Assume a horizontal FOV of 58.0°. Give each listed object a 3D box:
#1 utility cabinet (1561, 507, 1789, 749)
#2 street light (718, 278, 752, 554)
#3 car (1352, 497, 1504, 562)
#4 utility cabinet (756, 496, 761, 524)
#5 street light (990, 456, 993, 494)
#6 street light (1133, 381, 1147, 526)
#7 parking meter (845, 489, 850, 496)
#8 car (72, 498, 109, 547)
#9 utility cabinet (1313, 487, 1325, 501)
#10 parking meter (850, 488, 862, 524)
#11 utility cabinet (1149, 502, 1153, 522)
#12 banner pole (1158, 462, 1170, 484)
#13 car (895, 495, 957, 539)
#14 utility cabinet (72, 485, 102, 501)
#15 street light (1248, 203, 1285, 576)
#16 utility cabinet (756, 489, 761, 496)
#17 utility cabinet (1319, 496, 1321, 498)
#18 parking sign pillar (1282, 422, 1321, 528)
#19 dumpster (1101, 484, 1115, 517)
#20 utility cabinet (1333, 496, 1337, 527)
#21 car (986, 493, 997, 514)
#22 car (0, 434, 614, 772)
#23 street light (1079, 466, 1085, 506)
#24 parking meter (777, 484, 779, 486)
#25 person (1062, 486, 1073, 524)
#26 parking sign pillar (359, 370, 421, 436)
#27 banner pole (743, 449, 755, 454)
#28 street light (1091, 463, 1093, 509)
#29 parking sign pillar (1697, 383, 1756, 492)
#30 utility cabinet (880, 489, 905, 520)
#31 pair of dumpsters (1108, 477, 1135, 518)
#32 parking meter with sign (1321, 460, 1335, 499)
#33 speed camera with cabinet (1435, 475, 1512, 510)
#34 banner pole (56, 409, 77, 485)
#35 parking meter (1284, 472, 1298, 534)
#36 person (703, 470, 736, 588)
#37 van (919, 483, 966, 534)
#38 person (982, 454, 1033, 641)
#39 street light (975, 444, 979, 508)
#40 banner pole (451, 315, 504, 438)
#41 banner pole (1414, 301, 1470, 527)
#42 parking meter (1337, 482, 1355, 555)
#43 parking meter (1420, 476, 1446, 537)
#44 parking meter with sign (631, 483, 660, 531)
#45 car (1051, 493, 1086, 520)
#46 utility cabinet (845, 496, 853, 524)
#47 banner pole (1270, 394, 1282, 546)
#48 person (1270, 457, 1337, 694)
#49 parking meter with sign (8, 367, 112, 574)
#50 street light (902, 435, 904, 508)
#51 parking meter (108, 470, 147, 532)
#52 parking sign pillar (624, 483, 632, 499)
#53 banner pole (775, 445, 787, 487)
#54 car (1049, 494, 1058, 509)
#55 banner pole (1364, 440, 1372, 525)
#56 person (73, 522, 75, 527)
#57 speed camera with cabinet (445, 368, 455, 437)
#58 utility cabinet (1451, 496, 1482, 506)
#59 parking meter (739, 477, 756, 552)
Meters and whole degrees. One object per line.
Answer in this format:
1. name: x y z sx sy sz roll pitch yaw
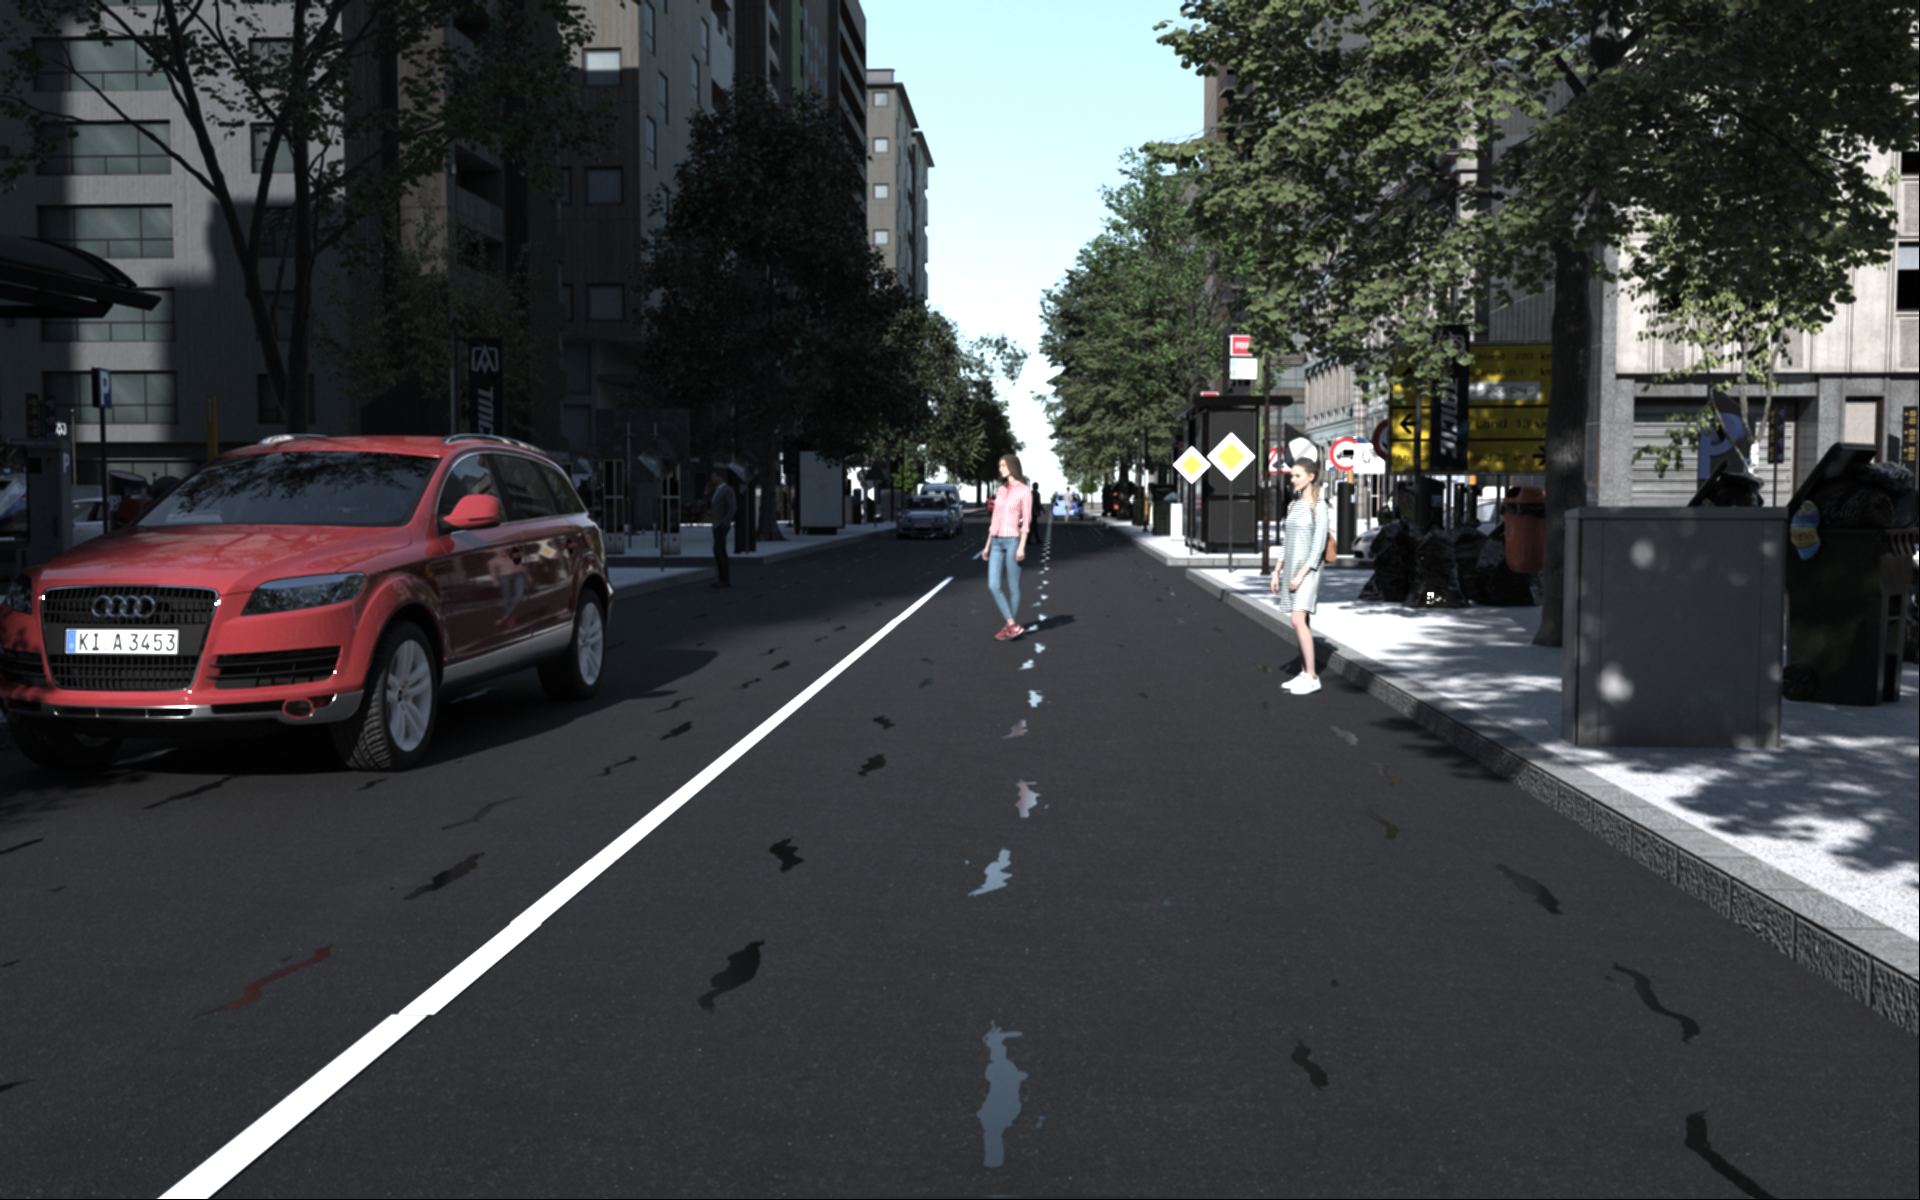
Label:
1. utility cabinet: 3.646 0.139 8.883 1.020 1.237 0.306 0 4 5
2. street light: -4.797 -3.935 37.121 0.468 5.910 1.993 0 4 3
3. car: 9.871 -1.247 32.744 4.827 1.381 2.083 0 4 4
4. utility cabinet: -8.477 -3.874 74.506 1.020 1.237 0.306 -2 4 -26
5. street light: 3.651 -13.670 196.293 0.468 5.910 1.993 0 4 3
6. street light: 7.110 -5.857 68.546 0.468 5.910 1.993 0 4 3
7. parking meter: -5.153 -4.329 79.196 0.372 1.533 0.369 0 3 0
8. car: -16.774 -1.298 33.588 4.827 1.381 2.083 0 4 4
9. utility cabinet: 10.563 -2.674 52.402 0.318 1.500 1.173 -1 4 -22
10. parking meter: -4.352 -3.978 73.449 0.372 1.533 0.369 0 3 0
11. utility cabinet: 8.989 -4.138 78.810 1.020 1.237 0.306 2 4 24
12. banner pole: 10.984 -6.276 92.625 0.863 3.779 0.401 1 4 16
13. car: -1.080 -2.716 56.413 2.014 1.417 4.499 0 4 2
14. utility cabinet: -22.122 -2.128 43.471 1.173 1.500 0.318 0 4 -1
15. street light: 4.824 -3.327 27.176 0.468 5.910 1.993 0 4 3
16. utility cabinet: -9.418 -4.333 79.528 0.318 1.500 1.173 3 4 38
17. utility cabinet: 9.348 -2.169 46.624 0.306 1.237 1.020 -1 4 -15
18. parking sign pillar: 12.874 -4.687 65.108 1.447 3.967 1.447 0 4 -1
19. dumpster: 8.728 -5.712 99.152 1.264 1.857 1.865 0 4 3
20. utility cabinet: 14.623 -3.414 66.977 0.306 1.237 1.020 1 4 19
21. car: 2.934 -7.116 125.379 2.155 1.783 4.494 0 4 1
22. car: -3.704 -0.124 10.699 2.281 1.827 5.304 0 4 5
23. street light: 13.402 -13.082 186.675 0.468 5.910 1.993 0 4 3
24. parking meter: -9.825 -5.351 93.198 0.399 1.863 0.255 0 4 -1
25. person: 5.289 -4.614 84.131 0.606 1.804 0.583 3 4 36
26. parking sign pillar: -12.344 -2.994 37.430 1.447 3.967 1.447 -3 4 -36
27. banner pole: -10.785 -6.003 88.174 0.863 3.779 0.401 1 4 15
28. street light: 11.061 -10.512 144.657 0.468 5.910 1.993 0 4 3
29. parking sign pillar: 18.263 -3.232 41.307 1.447 3.967 1.447 -2 4 -26
30. utility cabinet: -3.238 -4.560 83.240 1.173 1.500 0.318 2 4 25
31. pair of dumpsters: 8.981 -5.674 95.256 1.574 2.255 4.437 0 4 3
32. parking meter with sign: 18.834 -5.709 89.608 0.543 3.016 1.738 0 4 -6
33. speed camera with cabinet: 11.781 -2.730 38.976 2.038 3.252 0.660 2 4 28
34. banner pole: -26.222 -3.720 50.839 0.863 3.779 0.401 -3 5 -45
35. parking meter: 8.094 -2.227 42.117 0.399 1.863 0.255 -1 4 -23
36. person: -3.709 -1.103 26.712 0.473 1.802 0.592 -1 4 -15
37. van: -0.763 -3.409 62.742 2.013 2.044 4.112 0 4 2
38. person: 0.453 -0.522 17.051 0.555 1.821 0.388 2 4 34
39. street light: 1.532 -11.175 155.491 0.468 5.910 1.993 0 4 3
40. banner pole: -6.816 -2.100 24.346 0.863 3.779 0.401 -1 4 -12
41. banner pole: 6.202 -1.990 22.551 0.863 3.779 0.401 1 4 16
42. parking meter: 8.124 -1.715 36.450 0.372 1.533 0.369 0 3 0
43. parking meter: 6.737 -1.000 24.753 0.372 1.533 0.369 0 3 0
44. parking meter with sign: -11.040 -3.920 60.346 1.738 3.016 0.543 -3 4 -37
45. car: 6.065 -5.330 96.744 1.945 1.707 3.694 0 4 3
46. utility cabinet: -4.732 -3.906 75.029 0.306 1.237 1.020 -1 4 -22
47. banner pole: 8.016 -3.269 43.470 0.401 3.779 0.863 1 4 16
48. person: 2.520 -0.194 12.679 0.522 1.701 0.512 -2 4 -27
49. parking meter with sign: -12.731 -1.696 23.984 1.738 3.016 0.543 -1 4 -9
50. street light: -2.628 -6.520 79.386 0.468 5.910 1.993 0 4 3
51. parking meter: -8.828 -0.611 18.402 0.372 1.533 0.369 0 3 0
52. parking sign pillar: -14.451 -5.255 74.393 1.447 3.967 1.447 1 4 13
53. banner pole: -9.046 -5.942 87.173 0.863 3.779 0.401 1 4 19
54. car: 9.706 -9.506 167.223 2.131 1.459 4.920 0 4 1
55. banner pole: 16.876 -4.958 71.085 0.863 3.779 0.401 -2 4 -35
56. person: -16.505 -1.378 31.709 0.731 1.740 0.598 1 4 14
57. speed camera with cabinet: -7.404 -1.979 26.688 0.660 3.252 2.038 -2 4 -30
58. utility cabinet: 16.205 -2.716 55.575 1.020 1.237 0.306 0 4 4
59. parking meter: -4.757 -2.003 38.455 0.399 1.863 0.255 1 4 20
